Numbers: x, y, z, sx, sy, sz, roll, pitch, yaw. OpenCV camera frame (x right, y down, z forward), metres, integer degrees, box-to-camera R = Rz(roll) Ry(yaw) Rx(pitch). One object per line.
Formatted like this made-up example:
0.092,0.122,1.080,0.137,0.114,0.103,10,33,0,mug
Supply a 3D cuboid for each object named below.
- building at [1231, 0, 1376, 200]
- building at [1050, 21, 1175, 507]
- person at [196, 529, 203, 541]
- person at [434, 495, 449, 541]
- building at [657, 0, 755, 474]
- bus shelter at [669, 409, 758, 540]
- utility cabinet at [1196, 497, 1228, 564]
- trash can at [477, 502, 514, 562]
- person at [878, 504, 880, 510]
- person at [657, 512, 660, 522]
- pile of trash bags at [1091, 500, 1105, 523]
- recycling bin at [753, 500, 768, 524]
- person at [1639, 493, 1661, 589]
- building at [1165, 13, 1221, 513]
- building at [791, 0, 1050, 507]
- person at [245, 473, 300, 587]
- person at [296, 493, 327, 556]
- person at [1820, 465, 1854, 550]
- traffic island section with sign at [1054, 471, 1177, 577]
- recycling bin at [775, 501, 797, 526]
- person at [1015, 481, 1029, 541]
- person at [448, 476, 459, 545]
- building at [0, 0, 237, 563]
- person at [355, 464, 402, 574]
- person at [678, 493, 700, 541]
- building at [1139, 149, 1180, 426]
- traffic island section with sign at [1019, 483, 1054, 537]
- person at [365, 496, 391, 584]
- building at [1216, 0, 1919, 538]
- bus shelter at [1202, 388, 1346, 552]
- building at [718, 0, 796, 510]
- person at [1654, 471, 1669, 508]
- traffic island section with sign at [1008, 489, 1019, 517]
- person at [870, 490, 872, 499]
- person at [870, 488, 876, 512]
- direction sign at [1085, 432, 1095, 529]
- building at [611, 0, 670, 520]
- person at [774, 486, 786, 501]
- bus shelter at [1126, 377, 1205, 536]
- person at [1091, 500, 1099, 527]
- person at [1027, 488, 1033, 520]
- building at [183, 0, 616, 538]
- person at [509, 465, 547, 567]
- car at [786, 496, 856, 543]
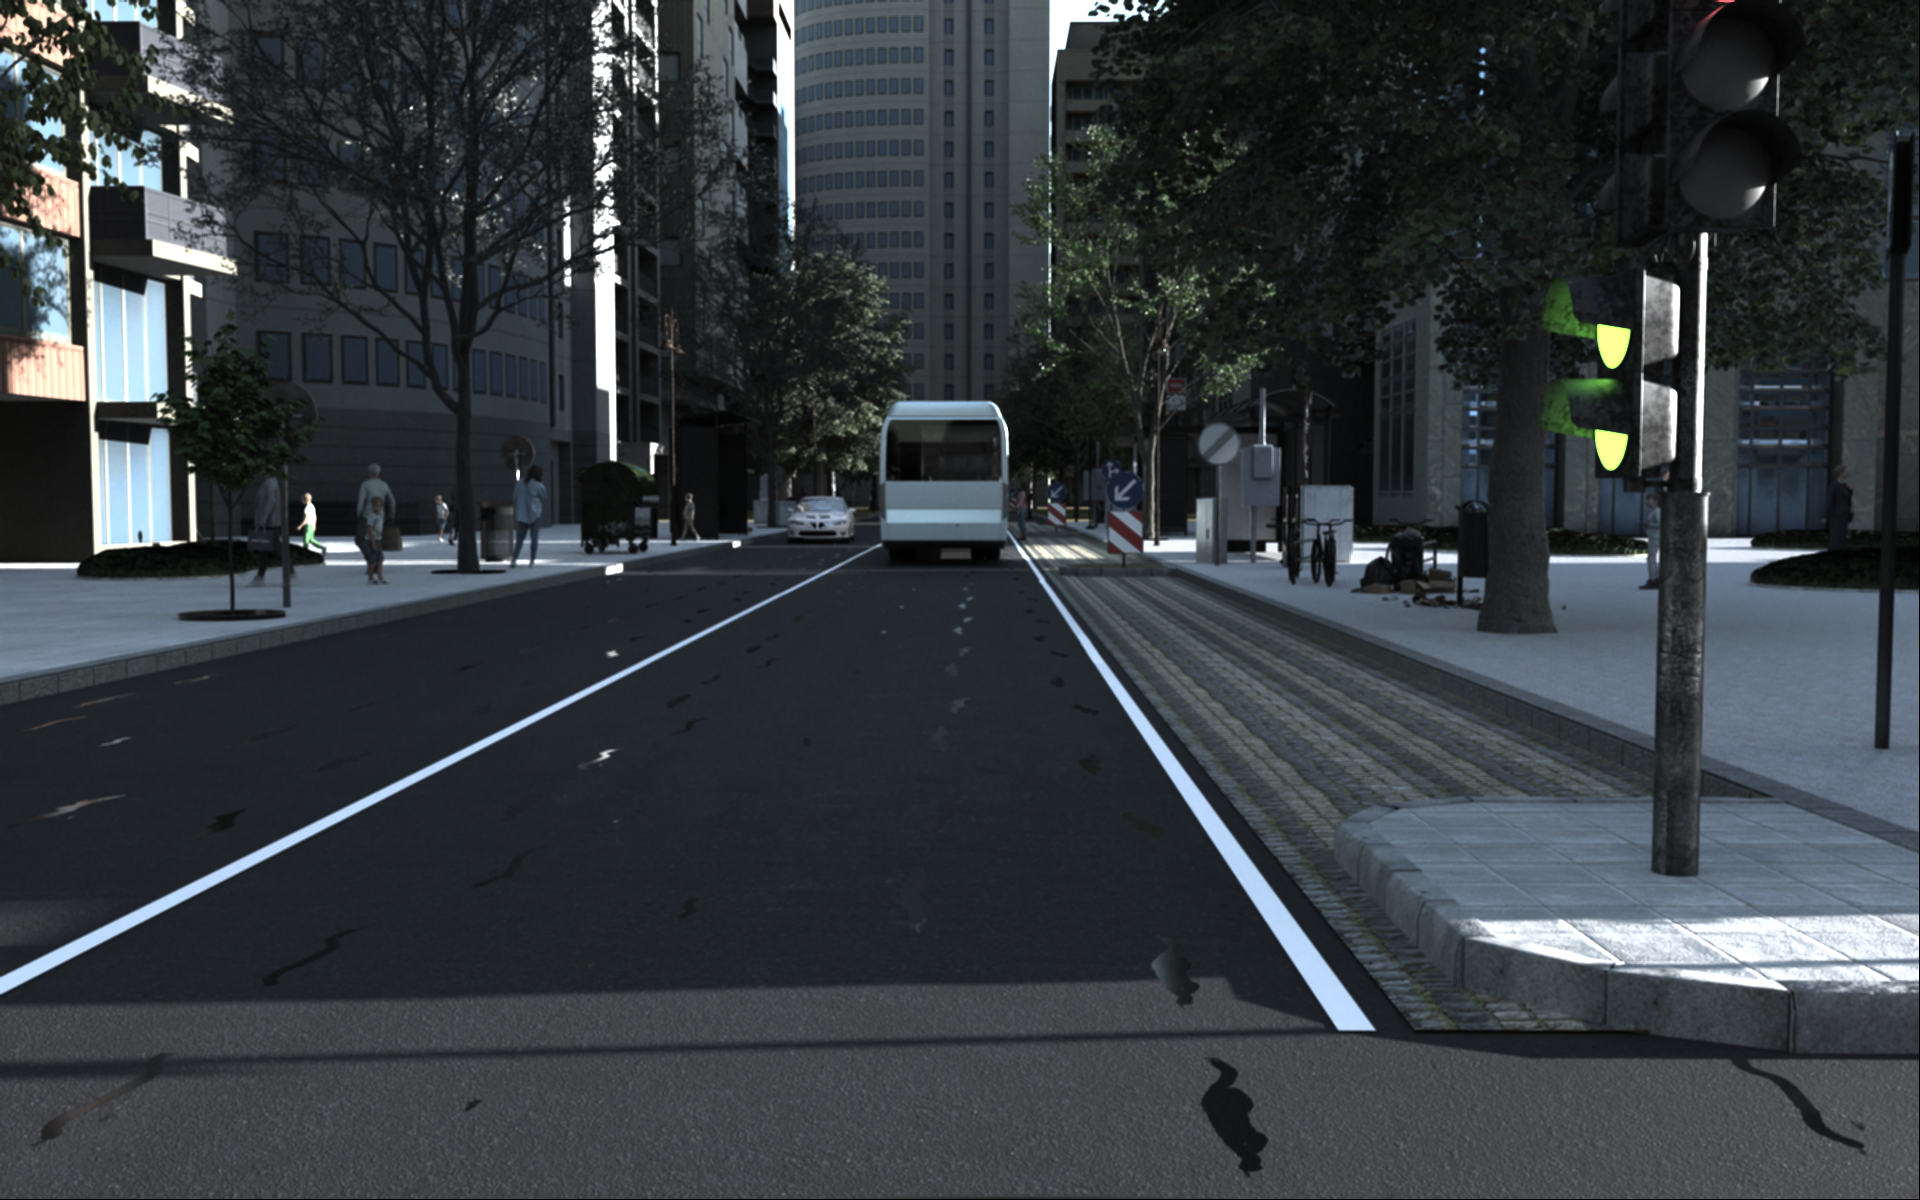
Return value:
21.268,-19.863,96.461,14.160,30.474,14.107,0,4,1,building
20.197,-34.157,182.167,21.600,48.544,21.300,0,4,1,building
-19.930,-2.361,44.562,0.836,1.842,0.656,0,4,-7,person
-14.093,-2.224,47.089,0.352,1.250,0.332,-2,4,-28,person
-28.937,-32.172,115.255,28.713,52.752,27.495,0,4,1,building
-7.198,-3.663,51.169,1.731,3.624,6.357,0,4,1,bus shelter
4.689,-1.294,32.326,0.306,1.237,1.020,-1,4,-10,utility cabinet
-8.799,-1.301,32.924,0.748,1.137,0.748,0,3,0,trash can
-3.382,-4.246,78.509,0.593,1.750,0.643,2,4,31,person
-13.908,-4.191,79.245,0.332,1.250,0.352,-2,4,-34,person
6.820,-4.118,77.087,1.912,1.369,3.447,1,4,9,pile of trash bags
-8.583,-3.827,75.120,0.722,1.027,0.722,-1,4,-13,recycling bin
9.336,-0.797,23.353,0.394,1.301,0.425,0,4,-7,person
26.159,-30.534,118.844,23.786,49.044,30.456,0,4,1,building
-4.994,-39.152,182.130,28.212,58.520,21.231,0,4,1,building
-9.501,-1.079,23.865,0.728,1.800,0.709,-1,4,-18,person
-13.142,-1.516,35.078,0.590,1.304,0.306,-2,4,-26,person
15.030,-1.423,29.728,0.534,1.772,0.576,2,4,35,person
2.763,-1.355,30.782,1.989,1.847,2.006,0,4,1,traffic island section with sign
-6.848,-3.372,67.689,0.722,1.027,0.722,-2,4,-31,recycling bin
1.935,-2.739,53.285,0.388,1.821,0.555,1,4,15,person
-12.536,-2.255,43.331,0.576,1.772,0.534,0,4,4,person
-25.799,-22.772,26.949,22.147,44.769,28.867,0,4,1,building
-9.404,-1.316,28.050,0.515,1.767,0.782,2,4,34,person
-7.369,-2.254,47.168,0.640,1.303,0.475,-3,5,-44,person
21.495,-22.631,141.710,14.160,30.474,14.107,0,4,1,building
3.096,-3.019,57.995,1.989,1.847,2.006,0,4,1,traffic island section with sign
-8.303,-0.853,24.669,0.332,1.250,0.352,-3,5,-41,person
22.988,-45.914,63.372,22.319,86.520,31.000,0,4,1,building
6.363,-2.562,35.819,2.014,3.302,5.546,0,4,1,bus shelter
-21.335,-30.062,141.630,14.200,45.320,14.600,0,4,1,building
17.381,-2.246,42.546,0.659,1.850,0.755,0,4,7,person
3.707,-6.055,107.622,1.989,1.847,2.006,0,4,1,traffic island section with sign
-8.159,-9.373,161.763,0.705,1.823,1.348,-2,4,-28,person
-6.246,-7.307,126.034,0.721,1.766,1.217,0,4,7,person
4.765,-4.363,63.327,0.379,3.537,0.876,1,4,10,direction sign
-24.750,-39.897,90.570,20.563,71.187,20.611,0,4,1,building
-9.805,-5.219,92.080,1.217,1.736,0.721,0,4,7,person
6.692,-4.867,57.209,2.179,5.291,8.768,0,4,1,bus shelter
5.177,-3.764,67.393,0.447,1.846,0.655,0,4,5,person
3.829,-5.415,97.564,0.721,1.766,1.217,1,4,17,person
-26.233,-31.866,63.009,21.231,58.520,28.212,0,4,1,building
-7.578,-1.470,30.339,0.793,1.790,0.793,-2,4,-25,person
-4.156,-2.436,52.198,2.083,1.381,4.827,0,4,-1,car
